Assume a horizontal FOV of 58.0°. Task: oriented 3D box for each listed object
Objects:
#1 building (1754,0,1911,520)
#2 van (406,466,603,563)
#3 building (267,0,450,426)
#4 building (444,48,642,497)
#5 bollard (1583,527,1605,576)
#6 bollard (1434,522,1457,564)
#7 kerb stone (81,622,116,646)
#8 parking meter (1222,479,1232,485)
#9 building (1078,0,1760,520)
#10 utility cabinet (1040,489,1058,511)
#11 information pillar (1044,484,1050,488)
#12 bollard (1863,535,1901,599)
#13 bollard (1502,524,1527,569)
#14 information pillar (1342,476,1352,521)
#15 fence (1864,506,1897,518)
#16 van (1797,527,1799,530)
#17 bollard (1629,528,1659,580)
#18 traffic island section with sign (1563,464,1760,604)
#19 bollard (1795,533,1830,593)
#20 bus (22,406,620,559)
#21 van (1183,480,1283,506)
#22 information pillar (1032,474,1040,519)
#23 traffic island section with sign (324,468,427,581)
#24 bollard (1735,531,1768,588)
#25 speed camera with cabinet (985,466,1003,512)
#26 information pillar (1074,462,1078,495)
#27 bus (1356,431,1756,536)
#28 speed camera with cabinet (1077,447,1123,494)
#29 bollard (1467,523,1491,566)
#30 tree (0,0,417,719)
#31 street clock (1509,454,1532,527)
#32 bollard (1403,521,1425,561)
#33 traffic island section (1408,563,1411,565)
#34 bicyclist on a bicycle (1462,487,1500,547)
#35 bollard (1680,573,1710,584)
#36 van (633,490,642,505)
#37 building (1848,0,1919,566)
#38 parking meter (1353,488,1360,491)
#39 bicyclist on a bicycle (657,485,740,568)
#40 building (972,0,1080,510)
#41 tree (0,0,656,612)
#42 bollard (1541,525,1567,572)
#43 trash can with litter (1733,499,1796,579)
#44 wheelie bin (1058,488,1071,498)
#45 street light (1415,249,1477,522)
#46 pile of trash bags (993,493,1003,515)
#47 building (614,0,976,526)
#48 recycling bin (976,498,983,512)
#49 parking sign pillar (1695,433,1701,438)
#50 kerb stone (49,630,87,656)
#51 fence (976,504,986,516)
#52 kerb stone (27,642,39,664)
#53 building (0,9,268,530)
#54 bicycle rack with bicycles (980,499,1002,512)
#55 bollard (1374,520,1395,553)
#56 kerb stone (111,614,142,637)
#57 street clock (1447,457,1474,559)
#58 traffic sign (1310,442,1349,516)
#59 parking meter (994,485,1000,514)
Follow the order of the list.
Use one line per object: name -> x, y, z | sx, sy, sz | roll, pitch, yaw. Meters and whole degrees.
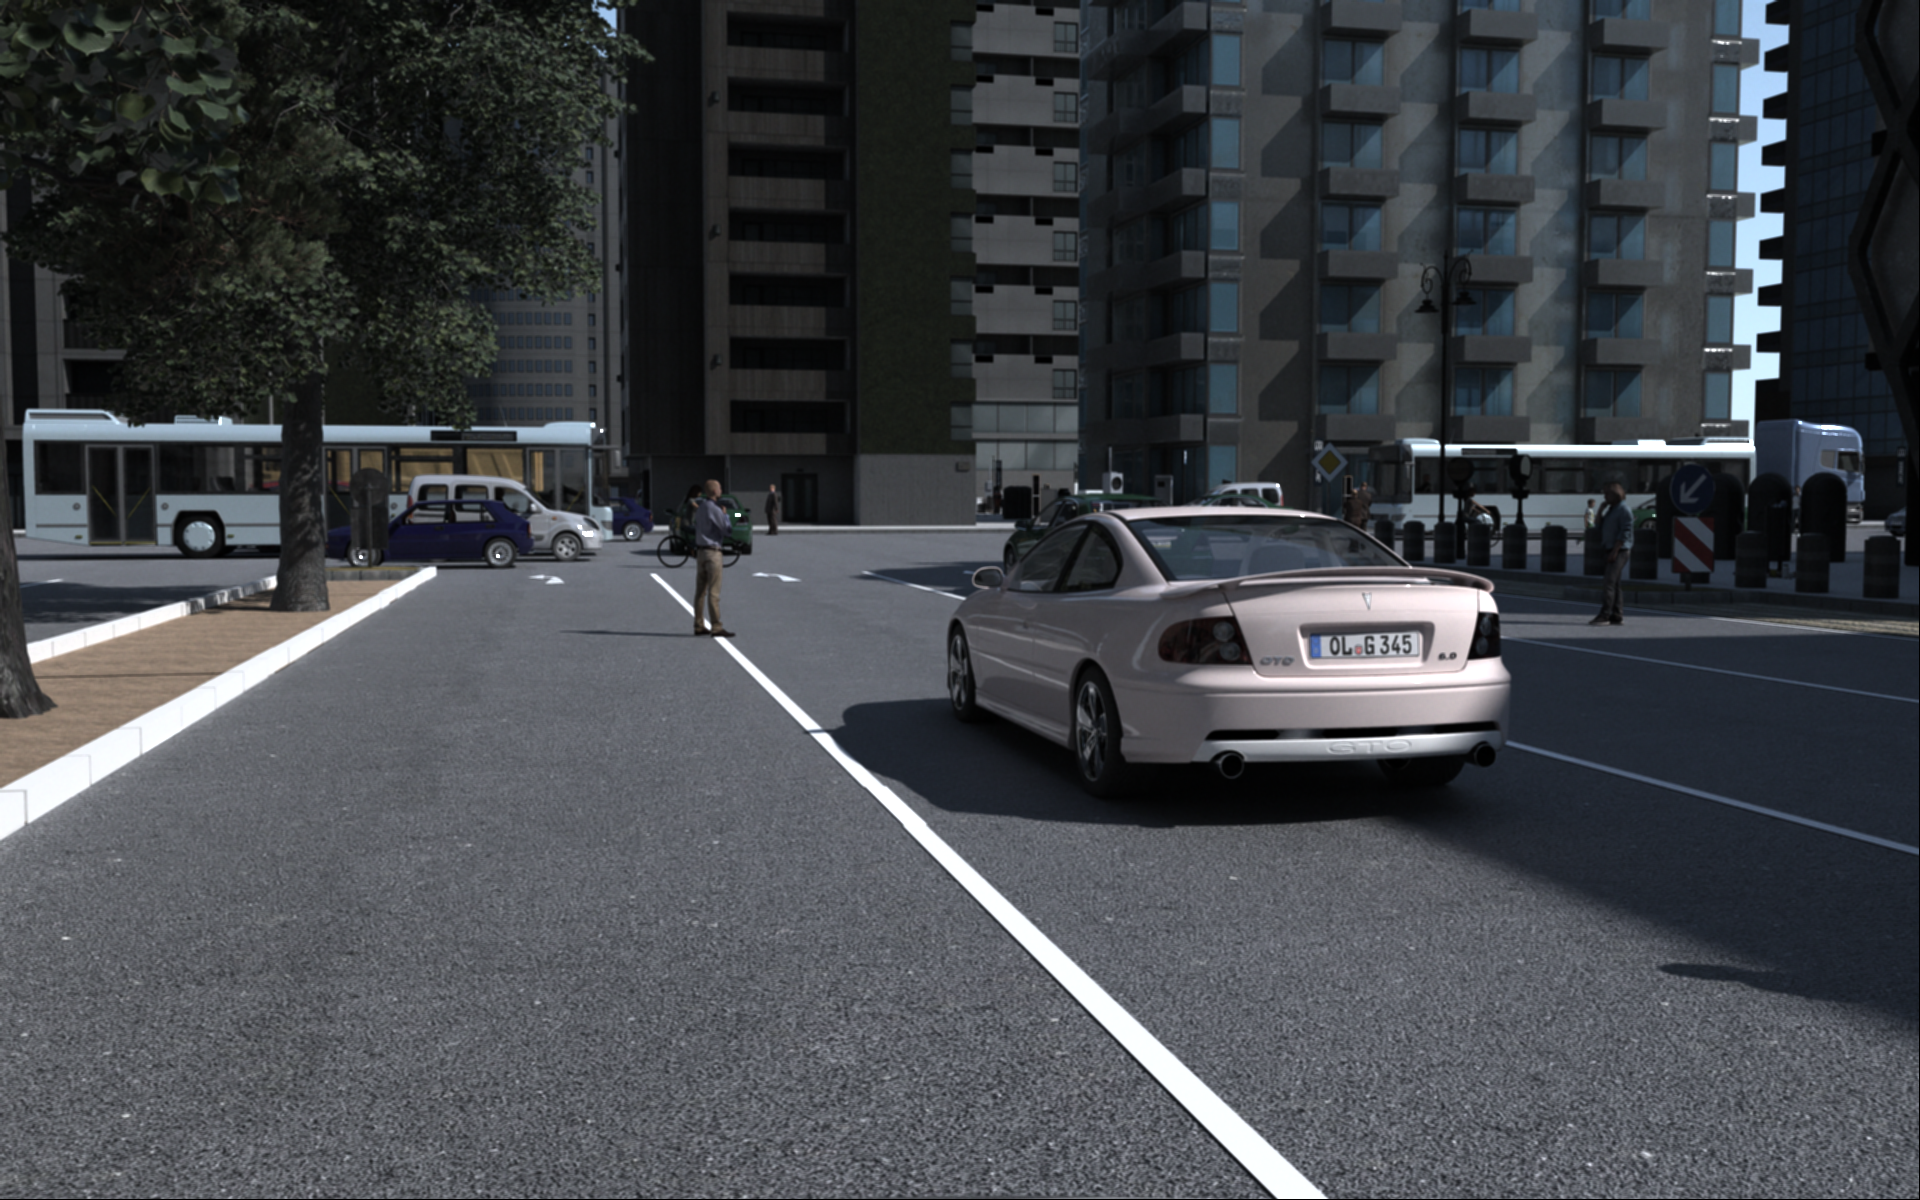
building -> 51.556, -26.762, 87.666 | 14.200, 45.320, 14.600 | -1, 4, -13
van -> -9.727, -1.838, 37.068 | 4.112, 2.044, 2.013 | -1, 4, -11
building -> -76.960, -48.052, 223.909 | 20.611, 71.187, 20.563 | -1, 4, -13
building -> -53.079, -42.040, 229.357 | 28.212, 58.520, 21.231 | -1, 4, -13
bollard -> 10.052, -0.770, 27.310 | 0.404, 0.777, 0.398 | 0, 3, 0
bollard -> 8.982, -1.061, 32.067 | 0.404, 0.777, 0.398 | 0, 3, 0
kerb stone -> -8.314, 0.343, 16.611 | 0.120, 0.150, 1.000 | -1, 4, -13
parking meter -> 10.589, -3.846, 68.598 | 0.399, 1.863, 0.255 | 1, 4, 12
building -> 20.971, -28.485, 85.332 | 30.456, 49.044, 23.786 | -1, 4, -13
utility cabinet -> 3.839, -4.245, 78.086 | 1.173, 1.500, 0.318 | 2, 4, 32
information pillar -> 6.463, -7.611, 128.934 | 0.304, 2.012, 0.304 | -2, 4, -32
bollard -> 11.387, -0.408, 21.396 | 0.404, 0.777, 0.398 | 0, 3, 0
bollard -> 9.512, -0.916, 29.697 | 0.404, 0.777, 0.398 | 0, 3, 0
information pillar -> 15.747, -4.035, 70.459 | 0.304, 2.012, 0.304 | -1, 4, -10
fence -> 44.204, -4.150, 83.223 | 0.278, 0.683, 2.069 | -1, 4, -16
van -> 32.154, -3.692, 67.372 | 4.112, 2.044, 2.013 | -1, 4, -12
bollard -> 10.318, -0.698, 26.128 | 0.404, 0.777, 0.398 | 0, 3, 0
traffic island section with sign -> 9.302, -0.902, 23.370 | 1.989, 1.847, 2.006 | -1, 4, -13
bollard -> 11.118, -0.481, 22.579 | 0.404, 0.777, 0.398 | 0, 3, 0
bus -> -13.895, -2.749, 39.811 | 13.247, 3.499, 2.948 | -1, 4, -14
van -> 9.508, -3.368, 62.076 | 4.112, 2.044, 2.013 | -1, 4, -13
information pillar -> 2.843, -3.694, 64.884 | 0.304, 2.012, 0.304 | 0, 4, -2
traffic island section with sign -> -10.181, -1.315, 29.639 | 2.006, 1.907, 1.989 | -1, 4, -13
bollard -> 10.856, -0.553, 23.760 | 0.404, 0.777, 0.398 | 0, 3, 0
speed camera with cabinet -> 2.798, -7.931, 124.007 | 2.038, 3.252, 0.660 | 0, 4, -1
information pillar -> 8.557, -8.316, 127.321 | 0.183, 3.616, 0.504 | 3, 5, 42
bus -> 18.793, -3.708, 55.482 | 13.247, 3.499, 2.948 | -1, 4, -12
speed camera with cabinet -> 5.835, -4.760, 72.169 | 2.038, 3.252, 0.660 | -2, 4, -35
bollard -> 9.249, -0.988, 30.877 | 0.404, 0.777, 0.398 | 0, 3, 0
tree -> -6.513, -6.182, 10.961 | 7.806, 13.903, 7.818 | 0, 3, 0
street clock -> 10.259, -1.661, 31.731 | 0.358, 2.002, 0.471 | 3, 5, 44
bollard -> 8.713, -1.134, 33.254 | 0.404, 0.777, 0.398 | 0, 3, 0
traffic island section -> 7.079, -0.672, 33.268 | 2.009, 0.180, 2.903 | -1, 4, -13
bicyclist on a bicycle -> 13.779, -2.233, 46.530 | 1.625, 1.676, 1.499 | -1, 4, -11
bollard -> 10.590, -0.625, 24.940 | 0.404, 0.777, 0.398 | 0, 3, 0
van -> -30.020, -9.645, 164.705 | 2.013, 2.044, 4.112 | -1, 4, -13
building -> 23.790, -9.542, 23.459 | 16.820, 18.784, 16.811 | -1, 4, -13
parking meter -> 16.072, -3.766, 69.985 | 0.372, 1.533, 0.369 | 0, 3, 0
bicyclist on a bicycle -> -5.087, -1.450, 33.733 | 1.625, 1.676, 1.499 | -1, 4, -14
building -> 1.914, -34.043, 145.841 | 28.713, 52.752, 27.495 | -1, 4, -13
tree -> -8.110, -6.837, 20.892 | 9.857, 13.997, 8.962 | 0, 3, 0
bollard -> 9.779, -0.844, 28.517 | 0.404, 0.777, 0.398 | 0, 3, 0
trash can with litter -> 12.957, -0.975, 26.991 | 2.233, 1.210, 1.678 | -3, 5, -44
wheelie bin -> 5.909, -5.512, 98.028 | 0.980, 1.594, 0.693 | -2, 4, -34
street light -> 9.188, -3.678, 32.920 | 0.468, 5.910, 1.993 | -1, 4, -13
pile of trash bags -> 3.139, -5.789, 104.409 | 1.912, 1.369, 3.447 | -3, 4, -38
building -> -7.580, -18.542, 74.863 | 14.107, 30.474, 14.160 | -1, 4, -13
recycling bin -> 1.128, -6.787, 123.525 | 0.722, 1.027, 0.722 | 3, 4, 37
parking sign pillar -> 32.419, -5.335, 75.695 | 1.447, 3.967, 1.447 | -1, 4, -11
kerb stone -> -8.091, 0.406, 15.609 | 0.120, 0.150, 1.000 | -1, 4, -13
fence -> 1.239, -5.227, 100.831 | 0.278, 0.683, 2.069 | -1, 4, -13
kerb stone -> -7.867, 0.464, 14.605 | 0.120, 0.150, 1.000 | -1, 4, -13
building -> -33.188, -38.629, 69.833 | 20.611, 71.187, 20.563 | -1, 4, -13
bicycle rack with bicycles -> 2.272, -6.571, 120.825 | 2.852, 0.926, 2.925 | 3, 4, 36
bollard -> 8.441, -1.207, 34.448 | 0.404, 0.777, 0.398 | 0, 3, 0
kerb stone -> -8.540, 0.283, 17.619 | 0.120, 0.150, 1.000 | -1, 4, -13
street clock -> 9.834, -1.804, 34.064 | 0.471, 2.002, 0.358 | 3, 4, 36
traffic sign -> 7.057, -1.807, 33.186 | 0.795, 2.450, 0.064 | -1, 4, -13
parking meter -> 2.409, -6.530, 112.470 | 0.399, 1.863, 0.255 | 1, 4, 21
